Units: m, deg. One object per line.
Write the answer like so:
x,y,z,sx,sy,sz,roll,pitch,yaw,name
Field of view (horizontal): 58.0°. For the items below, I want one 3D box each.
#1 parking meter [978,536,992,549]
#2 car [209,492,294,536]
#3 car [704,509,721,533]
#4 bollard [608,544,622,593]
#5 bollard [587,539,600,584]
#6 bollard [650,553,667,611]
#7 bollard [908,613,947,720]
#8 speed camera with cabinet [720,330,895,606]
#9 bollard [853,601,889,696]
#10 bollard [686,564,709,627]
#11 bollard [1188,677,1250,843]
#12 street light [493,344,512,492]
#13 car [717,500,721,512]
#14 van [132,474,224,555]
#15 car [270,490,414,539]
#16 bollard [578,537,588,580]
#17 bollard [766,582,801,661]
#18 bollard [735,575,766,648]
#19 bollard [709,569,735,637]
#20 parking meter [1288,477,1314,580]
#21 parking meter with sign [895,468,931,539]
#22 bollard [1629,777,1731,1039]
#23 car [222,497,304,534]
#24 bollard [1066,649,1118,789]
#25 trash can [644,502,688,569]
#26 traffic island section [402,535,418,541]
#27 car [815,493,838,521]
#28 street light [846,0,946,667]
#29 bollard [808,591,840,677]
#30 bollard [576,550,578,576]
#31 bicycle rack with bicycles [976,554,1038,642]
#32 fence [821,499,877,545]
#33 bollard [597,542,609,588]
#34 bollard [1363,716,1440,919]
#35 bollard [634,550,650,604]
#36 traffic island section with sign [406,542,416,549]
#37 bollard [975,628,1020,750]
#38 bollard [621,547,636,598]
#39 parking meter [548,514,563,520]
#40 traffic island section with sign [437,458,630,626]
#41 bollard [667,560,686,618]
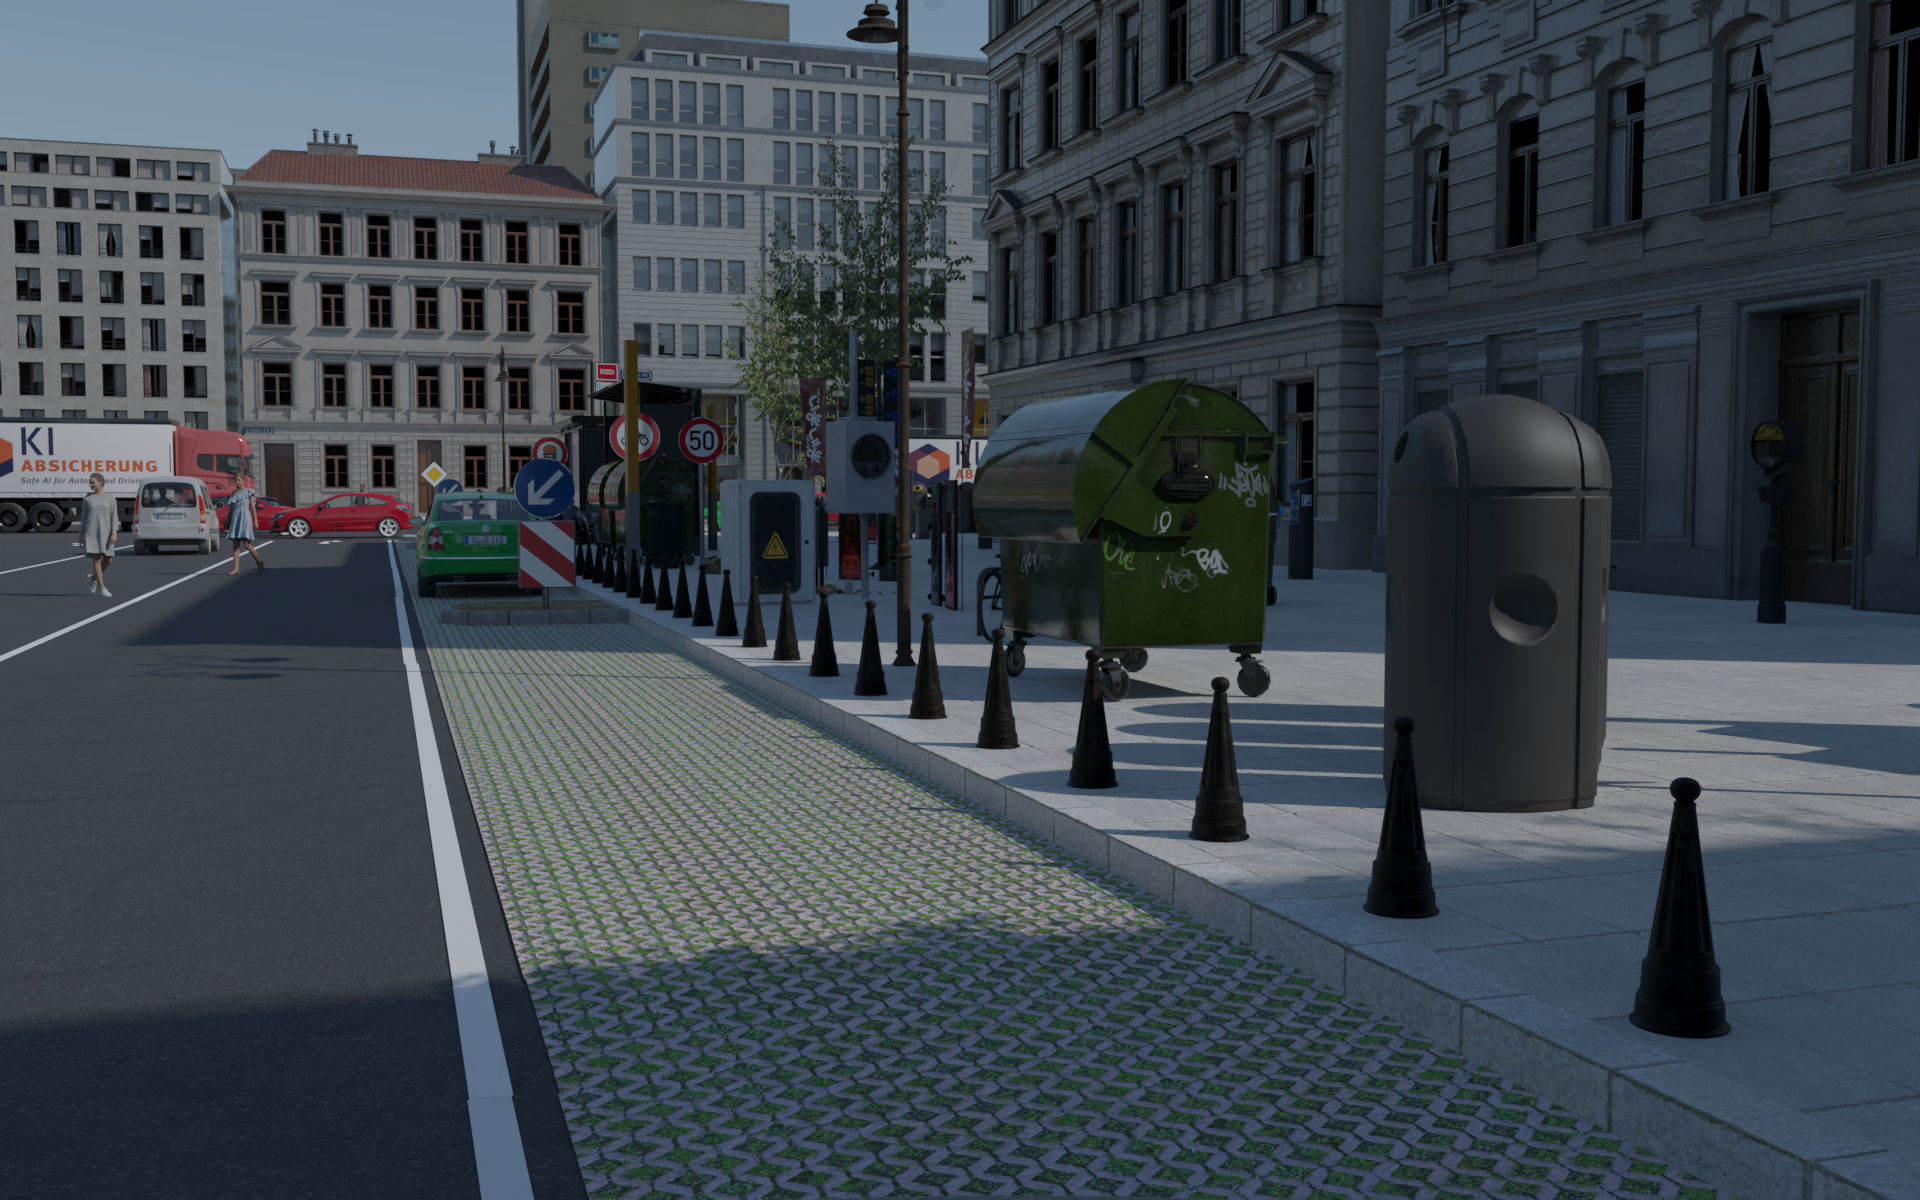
0.589,-2.129,40.523,0.255,1.863,0.399,1,4,18,parking meter
-24.295,-3.048,58.874,4.494,1.783,2.155,-1,4,-18,car
-9.994,-3.013,58.053,4.718,1.807,1.959,-1,4,-17,car
-4.425,-0.401,22.599,0.229,0.601,0.229,0,3,0,bollard
-5.191,-0.542,24.901,0.229,0.601,0.229,0,3,0,bollard
-3.267,-0.190,19.140,0.229,0.601,0.229,0,3,0,bollard
-0.186,0.373,9.935,0.229,0.601,0.229,0,3,0,bollard
-1.786,-1.599,20.474,2.038,3.252,0.660,-2,4,-30,speed camera with cabinet
-0.572,0.303,11.082,0.229,0.601,0.229,0,3,0,bollard
-2.504,-0.049,16.844,0.229,0.601,0.229,0,3,0,bollard
0.969,0.586,6.466,0.229,0.601,0.229,0,3,0,bollard
-14.116,-4.940,53.552,0.468,5.910,1.993,-1,4,-18,street light
-9.849,-4.567,83.464,4.718,1.807,1.959,-1,4,-17,car
-18.996,-2.142,42.039,2.013,2.044,4.112,-1,4,-19,van
-20.244,-2.920,56.783,4.494,1.783,2.155,-1,4,-17,car
-5.580,-0.613,26.056,0.229,0.601,0.229,0,3,0,bollard
-1.341,0.162,13.386,0.229,0.601,0.229,0,3,0,bollard
-1.726,0.092,14.535,0.229,0.601,0.229,0,3,0,bollard
-2.112,0.022,15.688,0.229,0.601,0.229,0,3,0,bollard
5.136,-1.080,26.069,0.372,1.533,0.369,0,3,0,parking meter
-1.698,-3.228,49.041,1.738,3.016,0.543,-2,4,-24,parking meter with sign
1.740,0.726,4.172,0.229,0.601,0.229,0,3,0,bollard
-25.347,-3.114,63.492,3.894,1.354,1.945,-1,4,-20,car
0.584,0.515,7.620,0.229,0.601,0.229,0,3,0,bollard
-5.075,-1.116,29.901,0.748,1.137,0.748,0,3,0,trash can
-16.139,-1.902,53.372,2.009,0.180,2.903,-1,4,-18,traffic island section
-5.726,-4.254,78.585,4.494,1.783,2.155,-1,4,-20,car
-0.418,-2.446,12.777,0.468,5.910,1.993,-1,4,-18,street light
-0.960,0.233,12.228,0.229,0.601,0.229,0,3,0,bollard
-5.964,-0.683,27.204,0.229,0.601,0.229,0,3,0,bollard
1.211,-0.140,15.675,2.852,0.926,2.925,3,5,44,bicycle rack with bicycles
-2.876,-1.968,43.386,0.480,1.192,2.264,3,5,43,fence
-4.807,-0.472,23.753,0.229,0.601,0.229,0,3,0,bollard
1.360,0.656,5.320,0.229,0.601,0.229,0,3,0,bollard
-3.655,-0.261,20.301,0.229,0.601,0.229,0,3,0,bollard
-13.570,-2.265,45.664,1.989,1.847,2.006,-1,4,-18,traffic island section with sign
0.193,0.444,8.786,0.229,0.601,0.229,0,3,0,bollard
-4.035,-0.331,21.449,0.229,0.601,0.229,0,3,0,bollard
-8.965,-1.824,38.233,0.372,1.533,0.369,0,3,0,parking meter
-4.893,-0.679,19.723,1.989,1.847,2.006,-1,4,-18,traffic island section with sign
-2.882,-0.119,17.994,0.229,0.601,0.229,0,3,0,bollard
